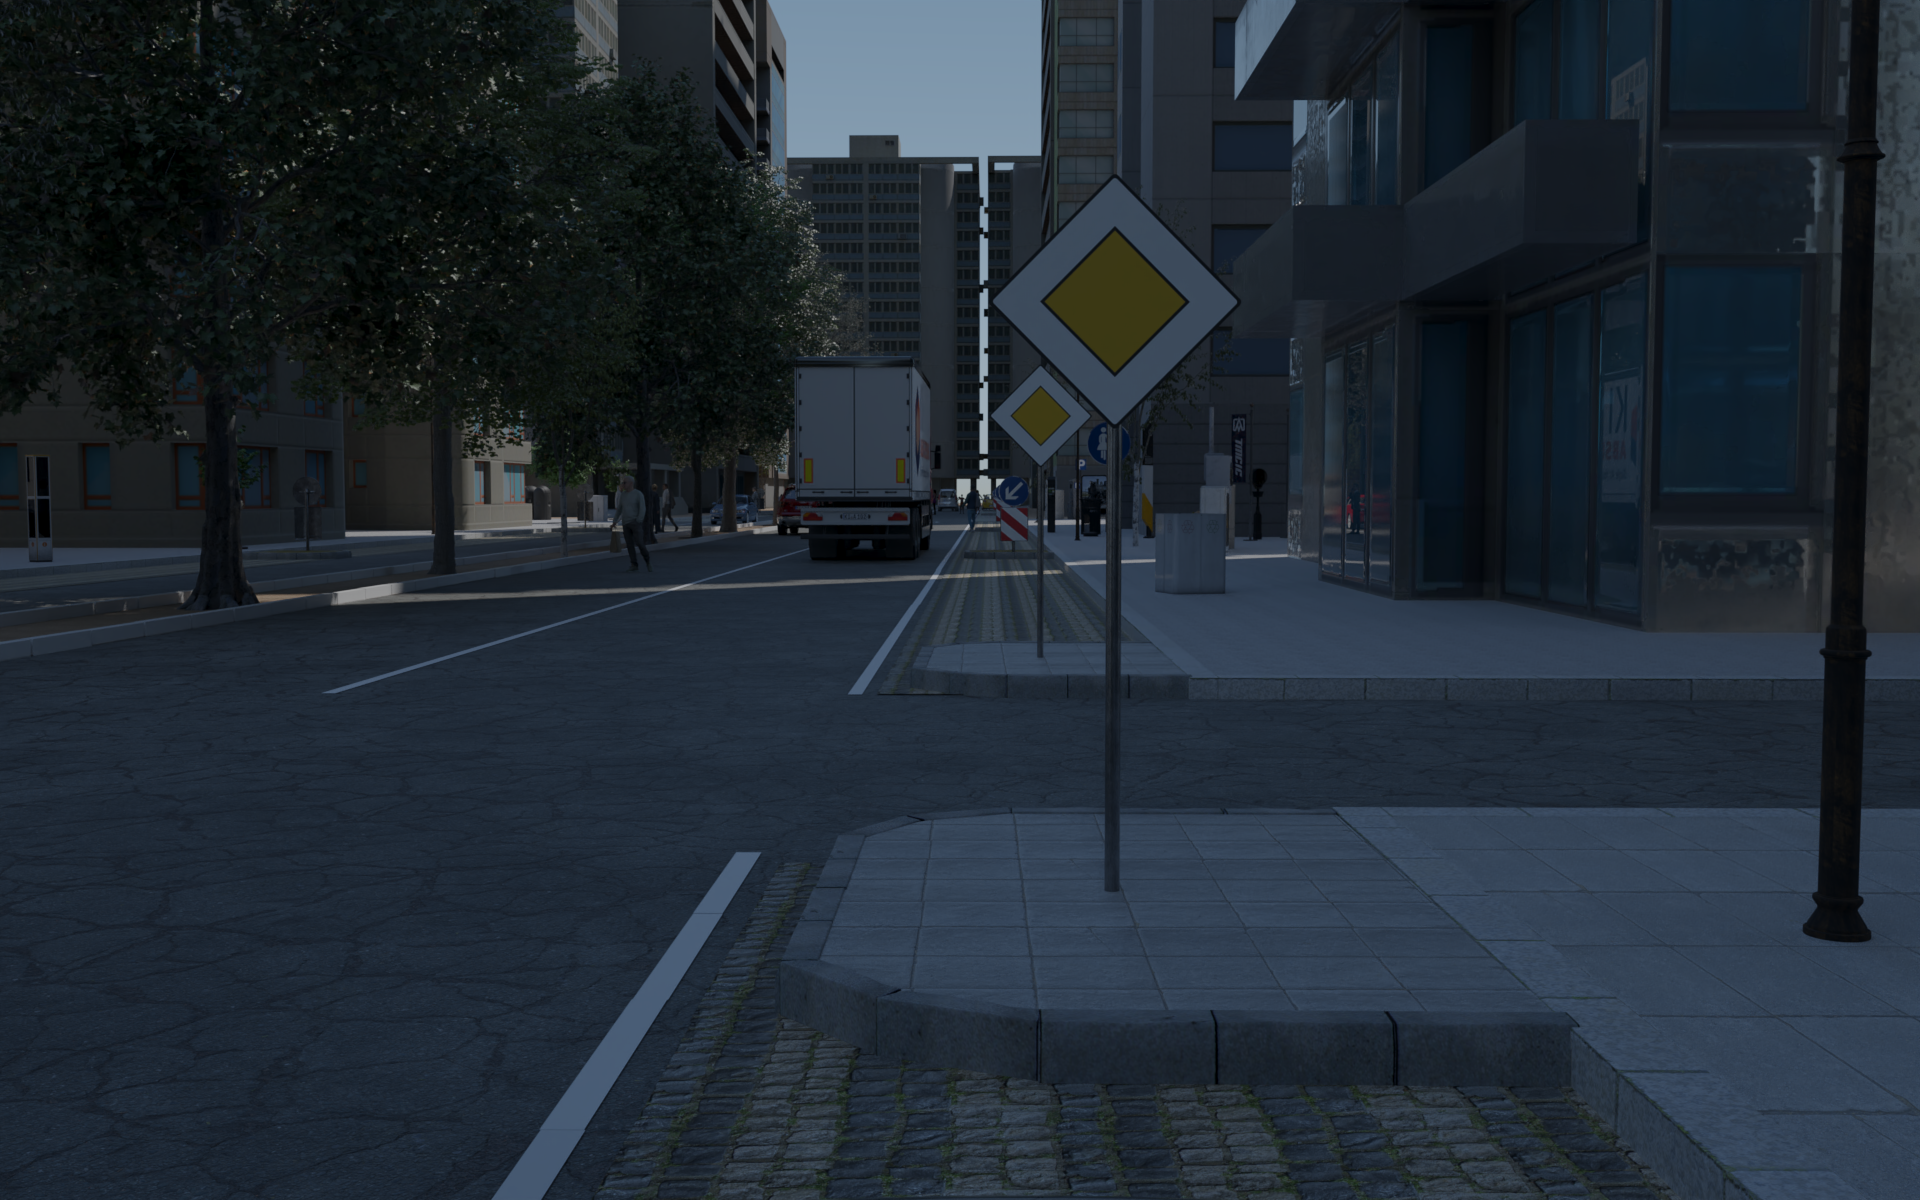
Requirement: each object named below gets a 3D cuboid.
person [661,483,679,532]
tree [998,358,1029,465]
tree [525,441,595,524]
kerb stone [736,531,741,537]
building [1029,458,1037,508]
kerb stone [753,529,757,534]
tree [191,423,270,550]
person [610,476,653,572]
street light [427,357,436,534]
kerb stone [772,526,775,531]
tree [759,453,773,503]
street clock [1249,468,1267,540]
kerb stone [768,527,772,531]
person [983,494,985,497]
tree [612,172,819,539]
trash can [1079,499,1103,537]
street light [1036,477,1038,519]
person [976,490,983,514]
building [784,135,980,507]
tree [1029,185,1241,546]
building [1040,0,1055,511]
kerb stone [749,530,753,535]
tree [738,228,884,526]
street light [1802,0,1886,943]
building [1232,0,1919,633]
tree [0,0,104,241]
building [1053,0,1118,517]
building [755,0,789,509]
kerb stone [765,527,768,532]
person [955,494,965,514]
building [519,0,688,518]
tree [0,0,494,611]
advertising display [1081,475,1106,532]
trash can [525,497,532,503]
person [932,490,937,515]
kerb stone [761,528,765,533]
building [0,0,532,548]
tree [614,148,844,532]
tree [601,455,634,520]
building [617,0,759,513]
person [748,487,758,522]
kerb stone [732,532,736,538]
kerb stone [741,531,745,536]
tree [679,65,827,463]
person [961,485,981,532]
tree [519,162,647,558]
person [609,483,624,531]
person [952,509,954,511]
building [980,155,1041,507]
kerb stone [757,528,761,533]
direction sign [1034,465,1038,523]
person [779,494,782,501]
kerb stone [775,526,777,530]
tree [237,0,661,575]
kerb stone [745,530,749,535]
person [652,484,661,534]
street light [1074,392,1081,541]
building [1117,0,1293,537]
[{"bbox_3d":[-10.982,-3.458,65.143,0.850,1.850,0.679,1,4,14],"label":"person"},{"bbox_3d":[4.327,-8.615,91.219,4.360,8.622,3.978,0,3,0],"label":"tree"},{"bbox_3d":[-17.351,-5.647,76.036,4.285,4.588,4.351,0,3,0],"label":"tree"},{"bbox_3d":[-7.535,-2.178,57.819,0.120,0.150,1.000,0,4,1],"label":"kerb stone"},{"bbox_3d":[17.490,-50.983,146.238,22.319,86.520,31.000,0,4,1],"label":"building"},{"bbox_3d":[-7.470,-2.426,61.911,0.120,0.150,1.000,0,4,1],"label":"kerb stone"},{"bbox_3d":[-17.092,-2.782,40.092,1.663,3.219,1.824,0,3,0],"label":"tree"},{"bbox_3d":[-6.092,-1.403,31.920,0.782,1.767,0.515,2,4,26],"label":"person"},{"bbox_3d":[-16.756,-5.027,54.976,0.468,5.910,1.993,0,4,1],"label":"street light"},{"bbox_3d":[-7.379,-2.741,67.040,0.120,0.150,1.000,0,4,1],"label":"kerb stone"},{"bbox_3d":[-16.451,-11.887,144.708,4.737,8.622,4.395,0,3,0],"label":"tree"},{"bbox_3d":[8.384,-2.703,48.756,0.471,2.002,0.358,-1,4,-17],"label":"street clock"},{"bbox_3d":[-7.396,-2.680,66.011,0.120,0.150,1.000,0,4,1],"label":"kerb stone"},{"bbox_3d":[2.346,-8.706,154.025,0.799,1.438,0.628,0,4,6],"label":"person"},{"bbox_3d":[-8.318,-7.753,54.970,9.928,11.665,9.643,0,3,0],"label":"tree"},{"bbox_3d":[3.957,-2.491,52.380,0.748,1.137,0.748,0,3,0],"label":"trash can"},{"bbox_3d":[3.937,-7.022,87.595,0.468,5.910,1.993,0,4,1],"label":"street light"},{"bbox_3d":[1.167,-6.863,121.498,1.217,1.735,0.721,-3,5,-42],"label":"person"},{"bbox_3d":[-9.403,-30.468,190.036,23.993,40.220,32.217,0,4,1],"label":"building"},{"bbox_3d":[4.534,-5.629,42.390,4.360,8.622,3.978,0,3,0],"label":"tree"},{"bbox_3d":[16.619,-30.425,121.157,21.300,48.544,21.600,0,4,1],"label":"building"},{"bbox_3d":[-7.479,-2.367,60.889,0.120,0.150,1.000,0,4,1],"label":"kerb stone"},{"bbox_3d":[-8.153,-10.014,76.555,12.009,13.543,11.850,0,3,0],"label":"tree"},{"bbox_3d":[2.552,-1.962,4.862,0.468,5.910,1.993,0,4,1],"label":"street light"},{"bbox_3d":[19.263,-24.724,23.841,30.456,49.044,23.786,0,4,1],"label":"building"},{"bbox_3d":[-9.567,-3.766,14.400,4.360,8.622,3.978,0,3,0],"label":"tree"},{"bbox_3d":[12.581,-25.664,103.208,14.154,41.232,14.086,0,4,1],"label":"building"},{"bbox_3d":[-23.375,-30.913,155.539,14.200,45.320,14.600,0,4,1],"label":"building"},{"bbox_3d":[-7.411,-2.617,64.989,0.120,0.150,1.000,0,4,1],"label":"kerb stone"},{"bbox_3d":[0.142,-6.968,125.681,1.065,1.426,0.557,0,4,0],"label":"person"},{"bbox_3d":[-33.288,-25.010,100.802,32.217,40.220,23.993,0,4,1],"label":"building"},{"bbox_3d":[-9.184,-6.231,21.343,9.611,12.733,9.660,0,3,0],"label":"tree"},{"bbox_3d":[4.556,-3.260,58.522,0.974,1.923,0.123,2,4,30],"label":"advertising display"},{"bbox_3d":[-21.058,-4.408,83.728,0.748,1.137,0.748,0,3,0],"label":"trash can"},{"bbox_3d":[-1.826,-6.708,118.853,0.721,1.739,1.217,0,4,5],"label":"person"},{"bbox_3d":[-7.432,-2.554,63.961,0.120,0.150,1.000,0,4,1],"label":"kerb stone"},{"bbox_3d":[-31.371,-12.854,55.201,27.650,21.520,28.899,0,4,1],"label":"building"},{"bbox_3d":[-8.717,-9.527,64.880,9.857,13.997,8.962,0,3,0],"label":"tree"},{"bbox_3d":[-16.923,-5.556,85.446,1.663,3.219,1.824,0,3,0],"label":"tree"},{"bbox_3d":[-26.590,-30.600,124.010,21.300,48.544,21.600,0,4,1],"label":"building"},{"bbox_3d":[-10.498,-4.812,87.454,0.573,1.790,0.520,0,4,-7],"label":"person"},{"bbox_3d":[-7.546,-2.113,56.797,0.120,0.150,1.000,0,4,1],"label":"kerb stone"},{"bbox_3d":[-7.518,-2.241,58.841,0.120,0.150,1.000,0,4,1],"label":"kerb stone"},{"bbox_3d":[-8.276,-7.683,45.084,9.611,12.733,9.660,0,3,0],"label":"tree"},{"bbox_3d":[0.452,-3.413,64.655,0.623,1.781,0.721,-3,5,-41],"label":"person"},{"bbox_3d":[-8.692,-5.192,37.713,4.737,8.622,4.395,0,3,0],"label":"tree"},{"bbox_3d":[-12.783,-3.472,65.142,0.818,1.842,0.514,1,4,9],"label":"person"},{"bbox_3d":[-0.557,-8.386,148.849,0.421,1.427,0.697,2,4,35],"label":"person"},{"bbox_3d":[14.577,-30.411,189.104,23.993,40.220,32.217,0,4,1],"label":"building"},{"bbox_3d":[-7.441,-2.492,62.933,0.120,0.150,1.000,0,4,1],"label":"kerb stone"},{"bbox_3d":[3.511,-5.229,77.486,0.379,3.537,0.876,0,4,-3],"label":"direction sign"},{"bbox_3d":[-11.812,-6.274,114.272,0.628,1.438,0.799,-3,5,-39],"label":"person"},{"bbox_3d":[-7.362,-2.803,68.066,0.120,0.150,1.000,0,4,1],"label":"kerb stone"},{"bbox_3d":[-9.282,-6.745,30.872,7.486,12.596,7.792,0,3,0],"label":"tree"},{"bbox_3d":[-7.493,-2.301,59.867,0.120,0.150,1.000,0,4,1],"label":"kerb stone"},{"bbox_3d":[-10.509,-3.095,59.526,0.576,1.772,0.534,2,4,24],"label":"person"},{"bbox_3d":[3.239,-4.573,47.564,0.468,5.910,1.993,0,4,1],"label":"street light"},{"bbox_3d":[16.399,-31.907,63.681,21.231,58.520,28.212,0,4,1],"label":"building"}]
